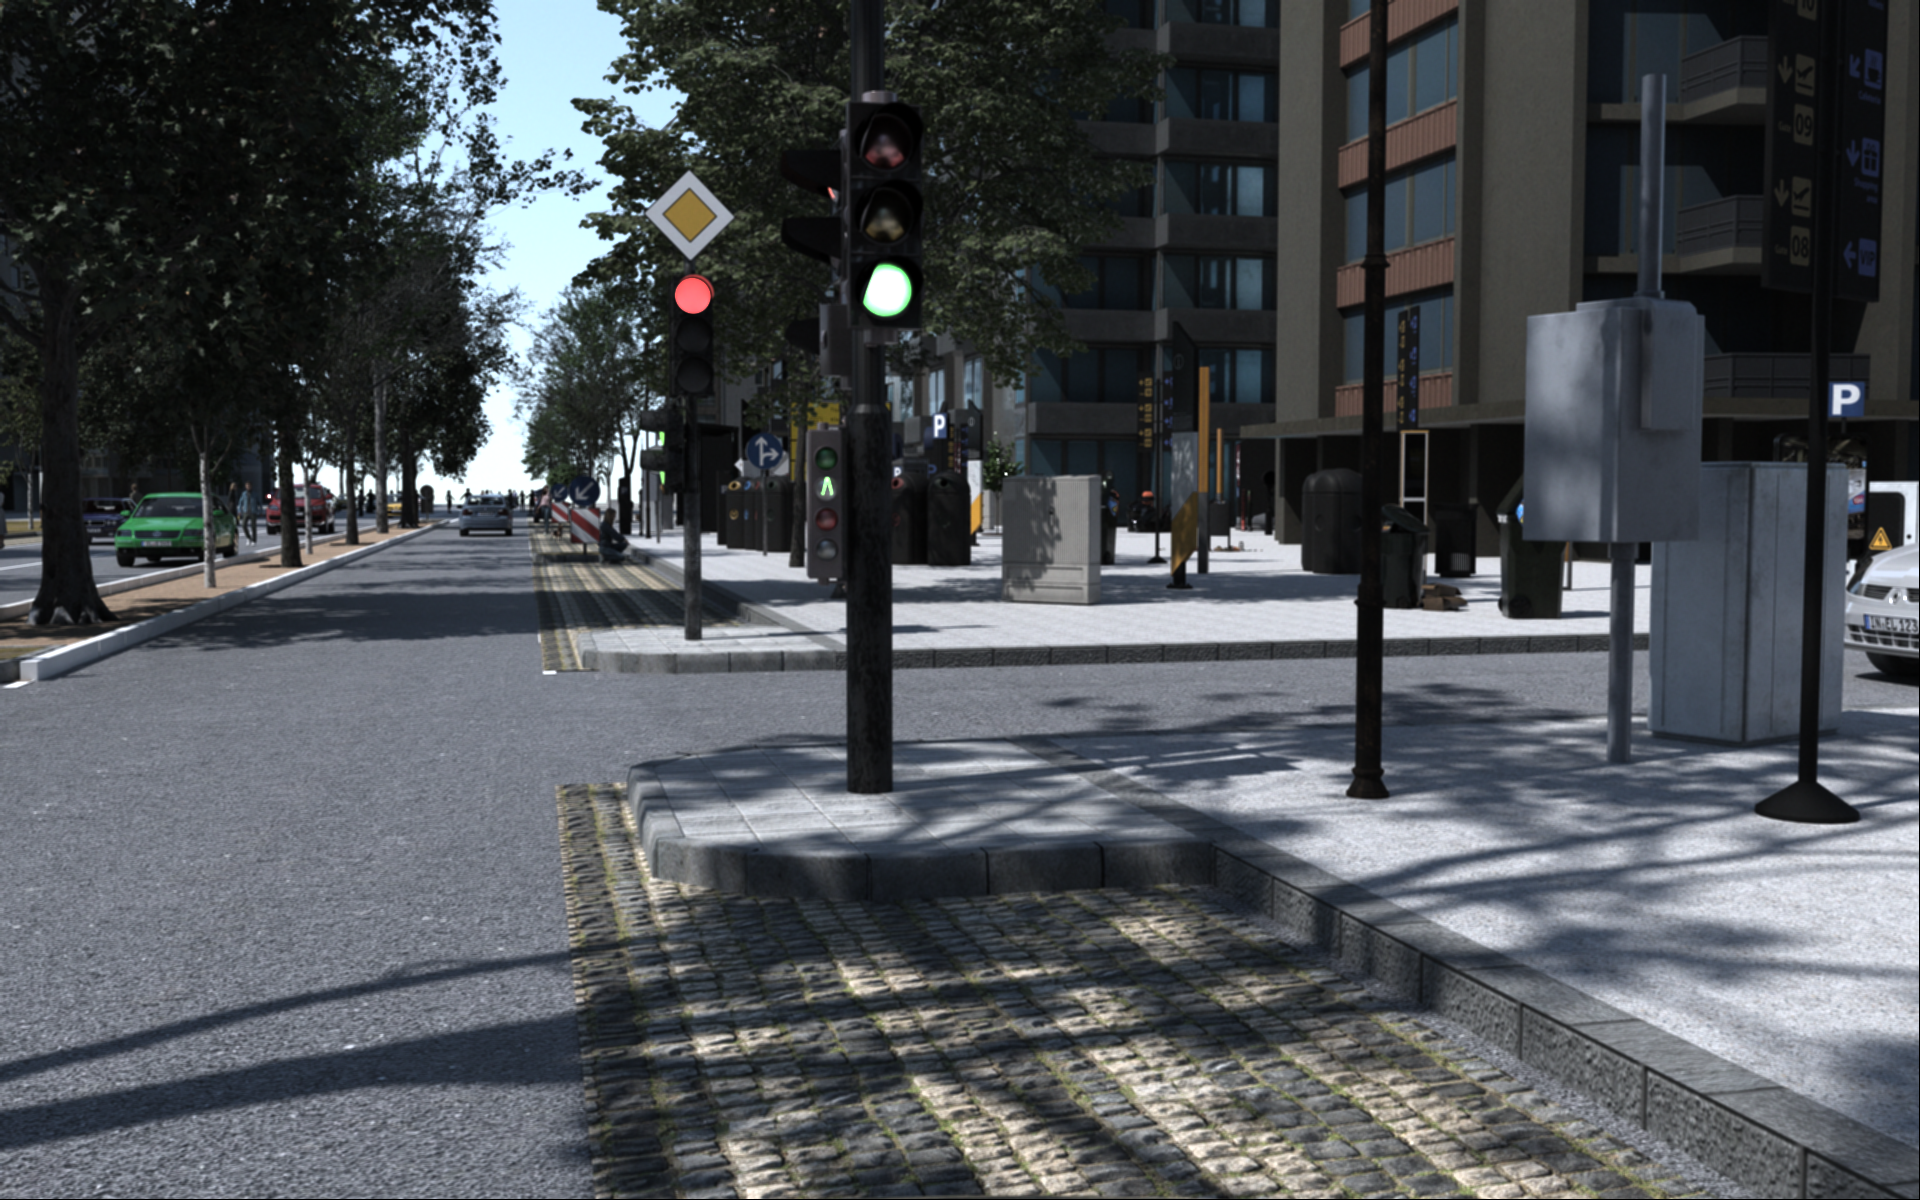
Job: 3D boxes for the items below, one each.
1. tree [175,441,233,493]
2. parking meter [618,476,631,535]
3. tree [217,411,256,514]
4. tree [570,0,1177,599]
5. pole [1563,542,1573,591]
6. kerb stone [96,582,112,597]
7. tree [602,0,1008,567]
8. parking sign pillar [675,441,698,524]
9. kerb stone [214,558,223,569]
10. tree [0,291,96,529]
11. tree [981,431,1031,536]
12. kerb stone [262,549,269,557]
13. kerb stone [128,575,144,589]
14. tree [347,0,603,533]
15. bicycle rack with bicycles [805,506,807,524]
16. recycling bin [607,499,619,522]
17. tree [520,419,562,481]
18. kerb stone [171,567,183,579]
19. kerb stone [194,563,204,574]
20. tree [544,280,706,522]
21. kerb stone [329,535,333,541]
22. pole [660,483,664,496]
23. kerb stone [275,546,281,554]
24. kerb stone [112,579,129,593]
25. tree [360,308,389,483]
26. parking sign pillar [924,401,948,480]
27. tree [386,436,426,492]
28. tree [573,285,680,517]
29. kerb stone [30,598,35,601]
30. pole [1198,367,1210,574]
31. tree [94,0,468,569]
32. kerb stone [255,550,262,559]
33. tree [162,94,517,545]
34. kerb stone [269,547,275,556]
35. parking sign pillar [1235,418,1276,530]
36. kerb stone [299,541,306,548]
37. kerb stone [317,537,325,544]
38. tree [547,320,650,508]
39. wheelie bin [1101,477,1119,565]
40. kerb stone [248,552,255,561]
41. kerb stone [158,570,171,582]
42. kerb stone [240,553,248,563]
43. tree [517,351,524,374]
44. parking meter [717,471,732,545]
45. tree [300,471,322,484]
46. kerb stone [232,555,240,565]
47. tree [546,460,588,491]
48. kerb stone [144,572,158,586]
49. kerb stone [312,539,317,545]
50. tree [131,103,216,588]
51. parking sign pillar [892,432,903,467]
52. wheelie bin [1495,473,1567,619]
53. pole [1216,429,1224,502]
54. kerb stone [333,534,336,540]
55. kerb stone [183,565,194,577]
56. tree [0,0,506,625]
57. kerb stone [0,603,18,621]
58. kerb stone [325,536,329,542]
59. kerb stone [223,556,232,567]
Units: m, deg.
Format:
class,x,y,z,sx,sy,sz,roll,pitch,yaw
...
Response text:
class,x,y,z,sx,sy,sz,roll,pitch,yaw
tree,-41.876,-6.872,96.070,4.285,4.588,4.351,0,3,0
parking meter,-10.601,-2.997,54.713,0.399,1.863,0.255,0,4,-6
tree,-47.148,-9.890,112.066,4.737,8.622,4.395,0,3,0
tree,-0.971,-6.303,21.183,7.486,12.596,7.792,0,3,0
pole,8.049,-1.781,22.960,0.158,3.312,0.155,0,3,0
kerb stone,-12.027,-0.118,24.131,0.120,0.150,1.000,-1,4,-14
tree,-2.546,-5.861,30.248,7.601,10.594,8.767,-2,4,-25
parking sign pillar,-11.733,-5.324,75.519,1.447,3.967,1.447,1,4,10
kerb stone,-14.276,-0.667,33.095,0.120,0.150,1.000,-1,4,-14
tree,-33.814,-6.888,62.979,4.737,8.622,4.395,0,3,0
tree,1.075,-3.614,53.695,1.663,3.219,1.824,0,3,0
kerb stone,-15.779,-1.027,39.052,0.120,0.150,1.000,-1,4,-14
kerb stone,-12.526,-0.241,26.134,0.120,0.150,1.000,-1,4,-14
tree,-19.527,-12.429,61.566,12.611,20.169,13.585,0,3,0
bicycle rack with bicycles,-6.080,-3.696,73.809,2.852,0.926,2.925,-3,4,-39
recycling bin,-16.138,-4.205,81.301,0.722,1.027,0.722,0,4,5
tree,-55.429,-19.298,233.652,7.486,12.596,7.792,0,3,0
kerb stone,-13.276,-0.422,29.120,0.120,0.150,1.000,-1,4,-14
kerb stone,-13.780,-0.545,31.109,0.120,0.150,1.000,-1,4,-14
tree,-15.236,-9.410,79.612,9.928,11.665,9.643,0,3,0
kerb stone,-19.020,-1.818,51.985,0.120,0.150,1.000,-1,4,-14
pole,-14.910,-5.681,86.723,0.158,3.312,0.155,0,3,0
kerb stone,-16.274,-1.150,41.048,0.120,0.150,1.000,-1,4,-14
kerb stone,-12.280,-0.176,25.138,0.120,0.150,1.000,-1,4,-14
tree,-15.315,-5.360,40.461,4.360,8.622,3.978,0,3,0
parking sign pillar,-0.691,-3.746,49.716,1.447,3.967,1.447,1,4,12
tree,-76.927,-18.539,237.524,7.601,10.594,8.767,-2,4,-32
tree,-21.251,-11.518,98.683,12.009,13.543,11.850,0,3,0
kerb stone,-11.273,0.064,21.149,0.120,0.150,1.000,-1,4,-14
pole,3.928,-2.082,27.880,0.158,3.312,0.155,0,3,0
tree,-13.147,-6.436,33.434,9.928,11.665,9.643,0,3,0
kerb stone,-15.534,-0.963,38.058,0.120,0.150,1.000,-1,4,-14
tree,-17.139,-8.291,48.380,12.009,13.543,11.850,0,3,0
kerb stone,-16.027,-1.090,40.056,0.120,0.150,1.000,-1,4,-14
parking sign pillar,10.572,-4.487,61.833,1.447,3.967,1.447,0,4,-1
kerb stone,-17.785,-1.518,47.016,0.120,0.150,1.000,-1,4,-14
kerb stone,-18.521,-1.697,49.996,0.120,0.150,1.000,-1,4,-14
tree,-14.983,-7.472,72.522,4.360,8.622,3.978,0,3,0
wheelie bin,2.462,-1.444,31.513,0.980,1.594,0.693,2,4,26
kerb stone,-15.277,-0.909,37.069,0.120,0.150,1.000,-1,4,-14
kerb stone,-13.028,-0.363,28.127,0.120,0.150,1.000,-1,4,-14
kerb stone,-15.028,-0.849,36.074,0.120,0.150,1.000,-1,4,-14
tree,-23.241,-9.359,72.486,9.611,12.733,9.660,0,3,0
parking meter,-5.920,-2.321,43.661,0.399,1.863,0.255,-1,4,-11
tree,-53.719,-9.121,143.723,1.663,3.219,1.824,0,3,0
kerb stone,-14.778,-0.783,35.084,0.120,0.150,1.000,-1,4,-14
tree,-42.176,-12.224,183.581,4.285,4.588,4.351,0,3,0
kerb stone,-12.770,-0.302,27.129,0.120,0.150,1.000,-1,4,-14
kerb stone,-18.028,-1.579,48.012,0.120,0.150,1.000,-1,4,-14
tree,-11.334,-4.467,25.861,4.360,8.622,3.978,0,3,0
parking sign pillar,-2.196,-4.111,55.683,1.447,3.967,1.447,1,4,12
wheelie bin,5.965,-0.618,18.014,0.693,1.594,0.980,0,4,8
pole,8.107,-3.678,53.979,0.158,3.312,0.155,0,3,0
kerb stone,-19.275,-1.883,52.977,0.120,0.150,1.000,-1,4,-14
kerb stone,-13.520,-0.484,30.117,0.120,0.150,1.000,-1,4,-14
tree,-9.911,-6.076,18.801,9.611,12.733,9.660,0,3,0
kerb stone,-11.025,0.130,20.152,0.120,0.150,1.000,-1,4,-14
kerb stone,-18.778,-1.758,50.985,0.120,0.150,1.000,-1,4,-14
kerb stone,-14.530,-0.727,34.087,0.120,0.150,1.000,-1,4,-14
